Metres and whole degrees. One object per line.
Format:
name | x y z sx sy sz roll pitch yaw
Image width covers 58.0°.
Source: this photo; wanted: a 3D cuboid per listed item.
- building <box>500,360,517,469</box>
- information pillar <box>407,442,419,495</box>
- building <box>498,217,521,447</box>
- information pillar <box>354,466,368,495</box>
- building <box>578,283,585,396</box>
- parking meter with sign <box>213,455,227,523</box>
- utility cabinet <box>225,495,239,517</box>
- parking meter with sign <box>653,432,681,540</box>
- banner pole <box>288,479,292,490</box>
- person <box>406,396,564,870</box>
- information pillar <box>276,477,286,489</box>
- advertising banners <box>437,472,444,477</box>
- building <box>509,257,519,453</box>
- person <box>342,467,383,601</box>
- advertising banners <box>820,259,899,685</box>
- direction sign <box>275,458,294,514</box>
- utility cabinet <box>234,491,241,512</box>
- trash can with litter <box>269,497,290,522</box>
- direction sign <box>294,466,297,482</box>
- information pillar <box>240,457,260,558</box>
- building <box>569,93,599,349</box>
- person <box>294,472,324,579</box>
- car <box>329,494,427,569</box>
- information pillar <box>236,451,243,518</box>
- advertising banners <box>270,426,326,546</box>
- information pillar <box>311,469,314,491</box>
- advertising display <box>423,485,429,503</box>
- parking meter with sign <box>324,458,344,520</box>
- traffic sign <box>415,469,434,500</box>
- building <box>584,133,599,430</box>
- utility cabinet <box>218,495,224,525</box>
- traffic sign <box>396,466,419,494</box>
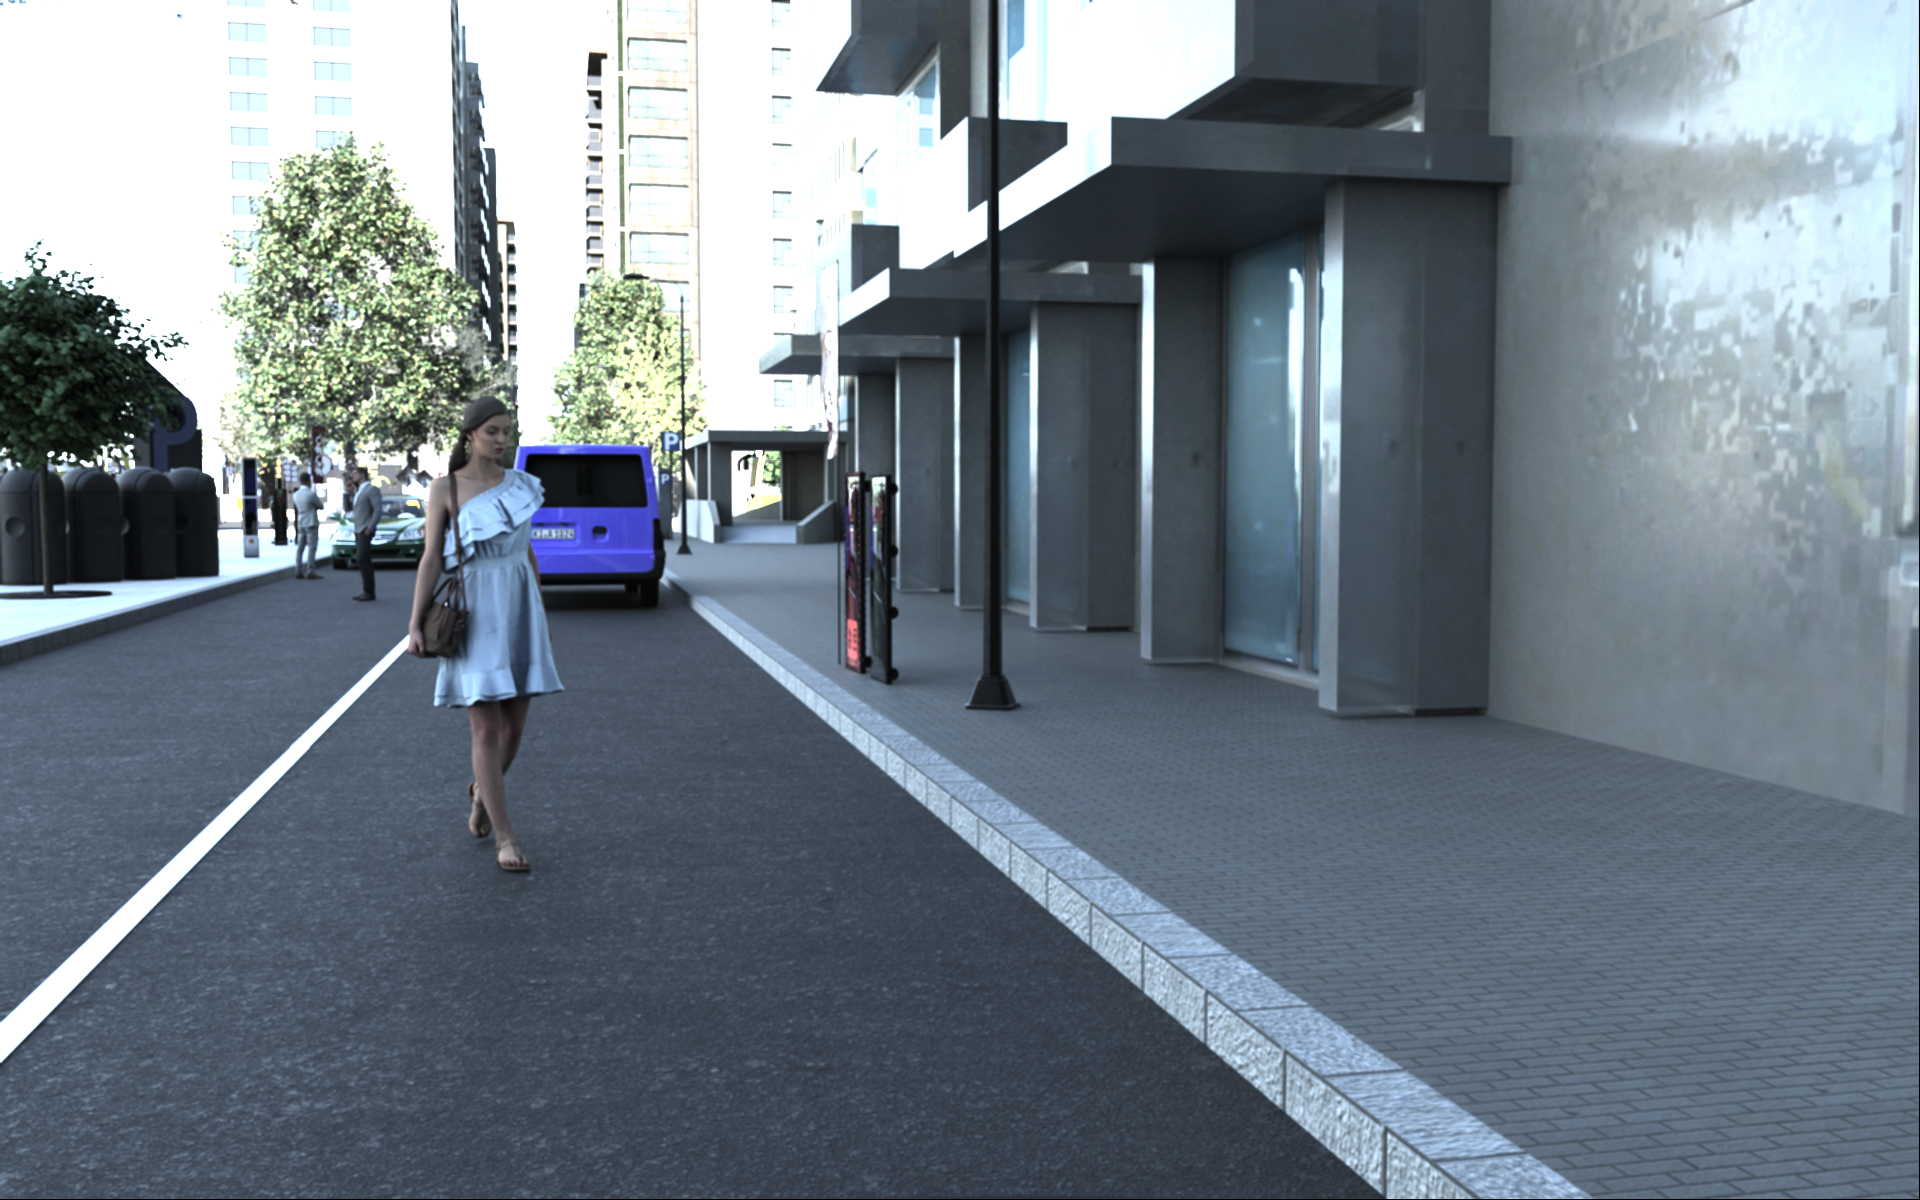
building | -74.621 -23.822 234.520 27.650 21.520 28.899 -1 4 -13
information pillar | -24.328 -5.245 77.106 0.504 3.616 0.183 0 4 -6
building | -78.425 -37.210 263.013 22.147 44.769 28.867 -1 4 -13
information pillar | -15.912 -2.544 46.086 0.304 2.012 0.304 -1 4 -9
building | -45.101 -28.510 237.838 14.160 30.474 14.107 -1 4 -13
parking meter with sign | -33.553 -4.941 77.053 0.543 3.016 1.738 3 5 43
utility cabinet | -41.164 -5.284 97.548 1.020 1.237 0.306 -2 4 -26
parking meter with sign | -8.484 -3.250 49.398 0.543 3.016 1.738 -2 4 -27
banner pole | -49.898 -8.500 128.992 0.401 3.779 0.863 0 4 -2
person | -1.888 0.110 6.803 0.616 1.811 0.778 -2 4 -32
information pillar | -29.605 -4.346 75.554 0.304 2.012 0.304 0 4 1
advertising banners | -40.517 -8.667 137.898 2.074 3.025 0.090 0 4 -7
building | -79.995 -36.769 284.763 14.154 41.232 14.086 -1 4 -13
person | -8.079 -0.902 23.430 0.473 1.802 0.592 -2 4 -28
advertising banners | -0.754 -0.996 12.470 0.090 3.025 2.074 -1 4 -17
direction sign | -42.248 -7.097 108.032 0.876 3.537 0.379 -1 4 -9
utility cabinet | -49.370 -6.756 119.140 1.173 1.500 0.318 1 4 20
trash can with litter | -31.590 -4.228 80.521 1.055 1.170 0.624 2 4 28
direction sign | -43.731 -7.413 113.198 0.876 3.537 0.379 1 4 16
information pillar | -14.288 -1.856 34.845 0.304 2.012 0.304 -2 4 -28
building | -47.083 -43.805 258.204 21.231 58.520 28.212 -1 4 -13
person | -11.047 -1.270 29.442 0.511 1.800 0.466 1 4 11
car | -11.492 -1.411 34.869 2.131 1.459 4.920 -1 4 -13
information pillar | -39.145 -6.292 94.231 0.504 3.616 0.183 1 4 9
advertising banners | -16.692 -2.910 43.773 0.090 3.025 2.074 1 4 19
information pillar | -29.679 -5.385 79.392 0.183 3.616 0.504 -1 4 -16
advertising display | -27.945 -5.289 91.690 0.974 1.923 0.123 1 4 10
parking meter with sign | -30.705 -5.437 85.157 1.738 3.016 0.543 3 5 42
traffic sign | -21.338 -3.998 69.017 0.795 2.450 0.064 -1 4 -13
building | -38.592 -34.352 211.758 14.600 45.320 14.200 -1 4 -13
utility cabinet | -31.107 -3.702 71.686 0.306 1.237 1.020 2 4 35
traffic sign | -19.532 -3.523 61.238 0.795 2.450 0.064 -1 4 -13
